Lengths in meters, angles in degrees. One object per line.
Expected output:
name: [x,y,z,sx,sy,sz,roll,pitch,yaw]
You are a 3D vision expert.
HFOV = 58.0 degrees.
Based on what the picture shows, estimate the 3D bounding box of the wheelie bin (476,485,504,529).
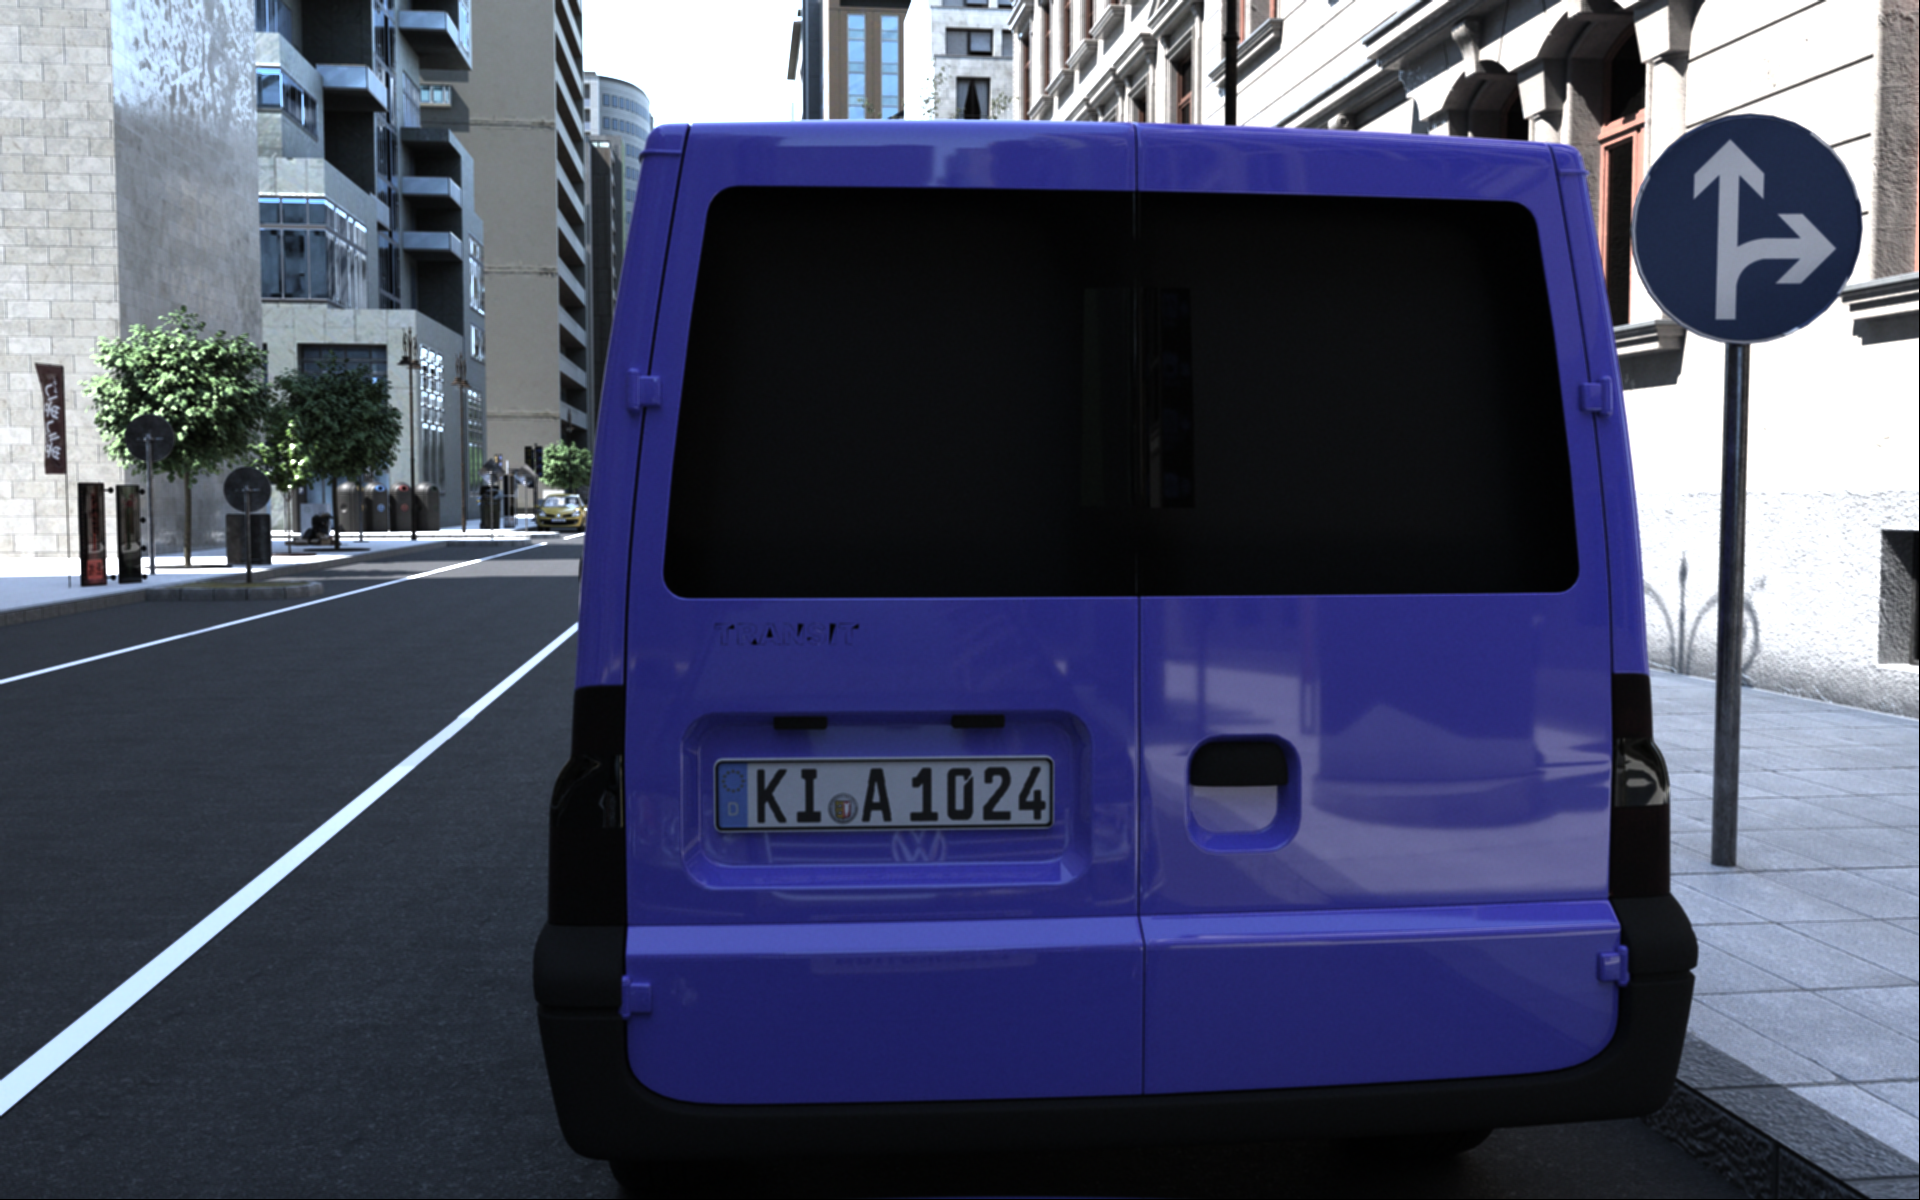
wheelie bin: [-17.072,-3.374,63.065,0.980,1.594,0.693,-2,4,-31]

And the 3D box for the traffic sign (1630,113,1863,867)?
traffic sign: [2.646,-0.356,5.921,0.768,2.556,0.104,0,4,2]

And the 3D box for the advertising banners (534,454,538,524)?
advertising banners: [-17.919,-4.716,73.287,0.090,3.025,2.074,-1,4,-16]

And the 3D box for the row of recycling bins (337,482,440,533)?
row of recycling bins: [-19.349,-3.148,58.577,3.534,1.692,1.069,-3,5,-44]

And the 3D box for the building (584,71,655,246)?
building: [-53.760,-42.819,242.083,21.231,58.520,28.212,0,4,-7]

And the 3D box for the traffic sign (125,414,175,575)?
traffic sign: [-12.875,-1.678,27.540,0.768,2.556,0.104,0,4,-5]

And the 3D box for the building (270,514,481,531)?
building: [-32.009,-46.452,72.156,22.319,86.520,31.000,0,4,-7]

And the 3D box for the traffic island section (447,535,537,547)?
traffic island section: [-13.212,-1.624,48.839,2.009,0.180,2.903,0,4,-7]

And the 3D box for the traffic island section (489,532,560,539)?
traffic island section: [-14.222,-2.109,56.760,2.009,0.180,2.903,0,4,-7]

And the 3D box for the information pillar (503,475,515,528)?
information pillar: [-16.989,-3.716,65.241,0.304,2.012,0.304,2,4,31]

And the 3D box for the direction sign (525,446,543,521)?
direction sign: [-20.227,-5.520,82.248,0.876,3.537,0.379,1,4,11]

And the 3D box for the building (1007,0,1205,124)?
building: [7.663,-12.294,37.159,11.583,22.565,21.152,0,4,-7]

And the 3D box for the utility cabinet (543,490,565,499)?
utility cabinet: [-22.345,-5.304,95.402,1.173,1.500,0.318,0,4,0]

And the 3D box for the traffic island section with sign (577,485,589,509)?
traffic island section with sign: [-17.008,-4.276,78.547,1.989,1.847,2.006,0,4,-7]

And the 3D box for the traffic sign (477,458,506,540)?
traffic sign: [-13.190,-2.761,48.780,0.795,2.450,0.064,0,4,-7]

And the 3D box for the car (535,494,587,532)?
car: [-15.264,-3.448,66.590,2.015,1.641,3.980,0,4,-8]

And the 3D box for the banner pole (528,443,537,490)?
banner pole: [-21.103,-5.849,85.644,0.863,3.779,0.401,2,4,35]

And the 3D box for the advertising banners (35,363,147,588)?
advertising banners: [-12.107,-1.711,24.166,0.090,3.025,2.074,1,4,12]

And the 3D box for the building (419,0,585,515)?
building: [-36.766,-30.078,115.482,21.300,48.544,21.600,0,4,-7]

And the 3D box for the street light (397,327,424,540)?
street light: [-15.196,-4.601,48.015,0.468,5.910,1.993,0,4,-7]

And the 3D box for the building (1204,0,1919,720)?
building: [11.000,-13.898,14.617,14.401,28.519,23.554,0,4,-7]

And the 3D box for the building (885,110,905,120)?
building: [-1.109,-16.669,101.415,11.050,23.489,19.941,0,4,-7]

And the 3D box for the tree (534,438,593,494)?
tree: [-23.390,-7.419,105.012,4.285,4.588,4.351,0,3,0]

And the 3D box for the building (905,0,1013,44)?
building: [6.768,-12.947,66.439,16.860,20.320,10.420,0,4,-7]

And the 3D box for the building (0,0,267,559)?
building: [-25.638,-11.212,38.074,16.860,20.320,10.420,0,4,-7]

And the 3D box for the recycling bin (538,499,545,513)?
recycling bin: [-20.714,-4.556,87.047,0.722,1.027,0.722,3,5,40]

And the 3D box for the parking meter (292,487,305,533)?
parking meter: [-21.662,-3.120,56.730,0.255,1.863,0.399,1,4,22]

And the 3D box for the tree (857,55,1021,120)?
tree: [-0.039,-4.838,29.469,4.360,8.622,3.978,0,3,0]

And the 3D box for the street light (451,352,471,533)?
street light: [-16.264,-5.127,56.612,0.468,5.910,1.993,0,4,-7]

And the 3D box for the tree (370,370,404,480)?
tree: [-14.172,-3.399,39.290,4.285,4.588,4.351,0,3,0]

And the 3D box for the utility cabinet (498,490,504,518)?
utility cabinet: [-24.865,-5.126,92.496,1.173,1.500,0.318,2,4,31]

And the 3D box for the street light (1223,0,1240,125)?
street light: [1.662,-2.317,10.676,0.468,5.910,1.993,0,4,-7]

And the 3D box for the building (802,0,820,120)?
building: [-4.363,-38.034,163.852,21.231,58.520,28.212,0,4,-7]

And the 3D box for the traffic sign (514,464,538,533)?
traffic sign: [-14.200,-3.245,56.702,0.795,2.450,0.064,0,4,-7]

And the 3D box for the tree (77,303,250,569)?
tree: [-13.486,-2.830,29.981,4.285,4.588,4.351,0,3,0]

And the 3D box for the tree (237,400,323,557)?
tree: [-14.033,-2.519,35.794,1.663,3.219,1.824,0,3,0]

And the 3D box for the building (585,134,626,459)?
building: [-44.360,-31.044,191.160,14.154,41.232,14.086,0,4,-7]

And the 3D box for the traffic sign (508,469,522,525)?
traffic sign: [-18.098,-4.189,70.620,0.606,2.300,0.079,0,4,-2]

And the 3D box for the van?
van: [0.007,-0.057,5.316,2.240,2.365,5.245,0,4,-6]

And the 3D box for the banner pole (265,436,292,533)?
banner pole: [-22.421,-4.087,56.840,0.863,3.779,0.401,-1,4,-18]

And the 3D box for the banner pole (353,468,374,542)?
banner pole: [-15.963,-3.451,46.437,0.401,3.779,0.863,1,4,13]

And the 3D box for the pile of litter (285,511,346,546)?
pile of litter: [-16.185,-1.805,43.471,1.719,0.858,1.176,3,4,37]

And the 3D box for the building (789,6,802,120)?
building: [-18.003,-58.885,275.438,22.319,86.520,31.000,0,4,-7]

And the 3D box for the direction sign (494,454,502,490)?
direction sign: [-26.199,-6.506,98.364,0.379,3.537,0.876,-3,5,-41]

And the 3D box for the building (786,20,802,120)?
building: [-4.411,-36.902,192.584,28.713,52.752,27.495,0,4,-7]

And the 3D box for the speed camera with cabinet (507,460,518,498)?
speed camera with cabinet: [-26.707,-6.542,101.305,0.660,3.252,2.038,1,4,23]

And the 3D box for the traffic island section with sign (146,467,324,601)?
traffic island section with sign: [-10.099,-0.961,24.335,1.989,1.847,2.006,0,4,-7]

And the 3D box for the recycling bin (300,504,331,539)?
recycling bin: [-17.139,-2.050,46.077,0.722,1.027,0.722,-1,4,-17]

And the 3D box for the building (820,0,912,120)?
building: [-4.239,-30.142,142.934,14.600,45.320,14.200,0,4,-7]

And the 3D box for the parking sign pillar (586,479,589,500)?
parking sign pillar: [-25.553,-8.086,120.684,1.447,3.967,1.447,0,4,-5]

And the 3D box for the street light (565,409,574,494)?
street light: [-21.078,-7.389,93.606,0.468,5.910,1.993,0,4,-7]
